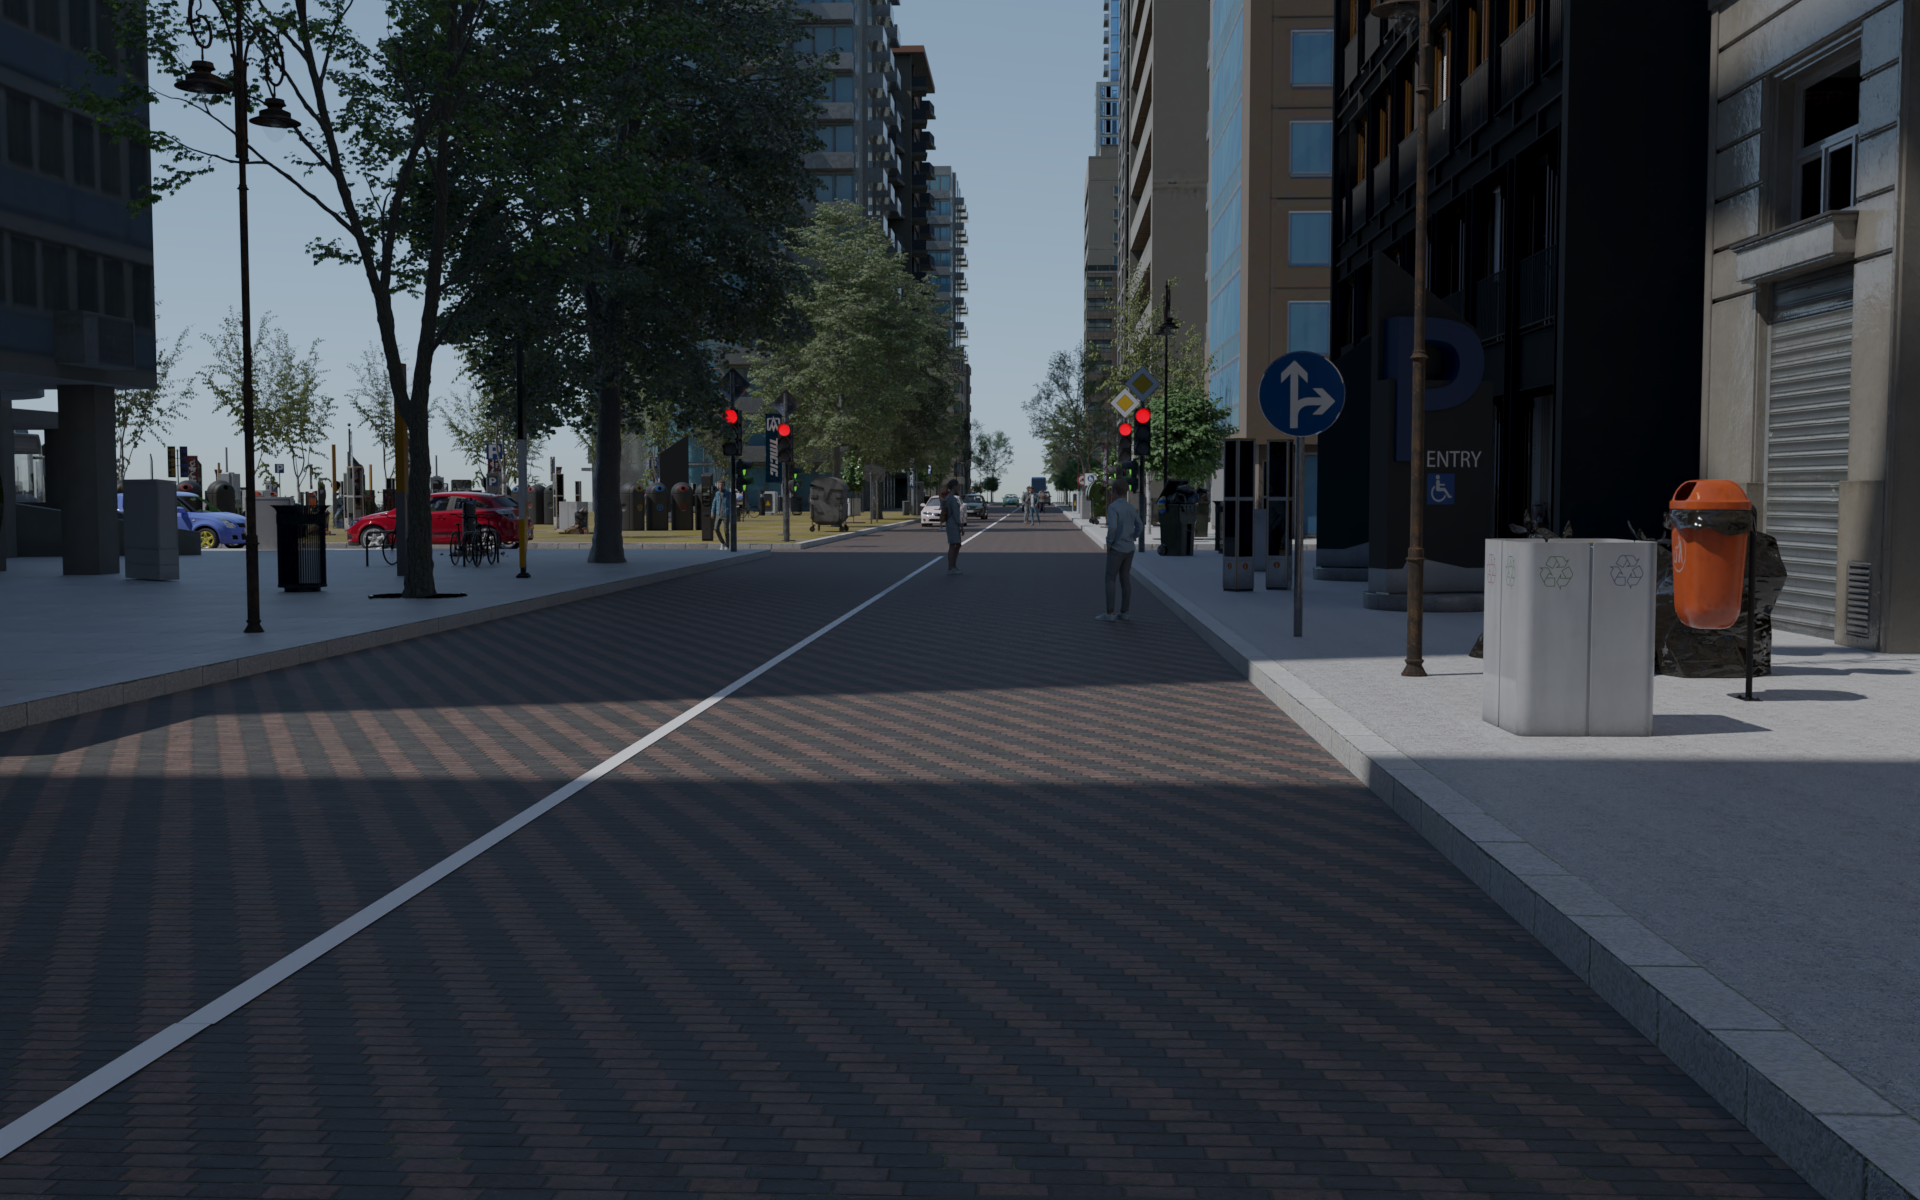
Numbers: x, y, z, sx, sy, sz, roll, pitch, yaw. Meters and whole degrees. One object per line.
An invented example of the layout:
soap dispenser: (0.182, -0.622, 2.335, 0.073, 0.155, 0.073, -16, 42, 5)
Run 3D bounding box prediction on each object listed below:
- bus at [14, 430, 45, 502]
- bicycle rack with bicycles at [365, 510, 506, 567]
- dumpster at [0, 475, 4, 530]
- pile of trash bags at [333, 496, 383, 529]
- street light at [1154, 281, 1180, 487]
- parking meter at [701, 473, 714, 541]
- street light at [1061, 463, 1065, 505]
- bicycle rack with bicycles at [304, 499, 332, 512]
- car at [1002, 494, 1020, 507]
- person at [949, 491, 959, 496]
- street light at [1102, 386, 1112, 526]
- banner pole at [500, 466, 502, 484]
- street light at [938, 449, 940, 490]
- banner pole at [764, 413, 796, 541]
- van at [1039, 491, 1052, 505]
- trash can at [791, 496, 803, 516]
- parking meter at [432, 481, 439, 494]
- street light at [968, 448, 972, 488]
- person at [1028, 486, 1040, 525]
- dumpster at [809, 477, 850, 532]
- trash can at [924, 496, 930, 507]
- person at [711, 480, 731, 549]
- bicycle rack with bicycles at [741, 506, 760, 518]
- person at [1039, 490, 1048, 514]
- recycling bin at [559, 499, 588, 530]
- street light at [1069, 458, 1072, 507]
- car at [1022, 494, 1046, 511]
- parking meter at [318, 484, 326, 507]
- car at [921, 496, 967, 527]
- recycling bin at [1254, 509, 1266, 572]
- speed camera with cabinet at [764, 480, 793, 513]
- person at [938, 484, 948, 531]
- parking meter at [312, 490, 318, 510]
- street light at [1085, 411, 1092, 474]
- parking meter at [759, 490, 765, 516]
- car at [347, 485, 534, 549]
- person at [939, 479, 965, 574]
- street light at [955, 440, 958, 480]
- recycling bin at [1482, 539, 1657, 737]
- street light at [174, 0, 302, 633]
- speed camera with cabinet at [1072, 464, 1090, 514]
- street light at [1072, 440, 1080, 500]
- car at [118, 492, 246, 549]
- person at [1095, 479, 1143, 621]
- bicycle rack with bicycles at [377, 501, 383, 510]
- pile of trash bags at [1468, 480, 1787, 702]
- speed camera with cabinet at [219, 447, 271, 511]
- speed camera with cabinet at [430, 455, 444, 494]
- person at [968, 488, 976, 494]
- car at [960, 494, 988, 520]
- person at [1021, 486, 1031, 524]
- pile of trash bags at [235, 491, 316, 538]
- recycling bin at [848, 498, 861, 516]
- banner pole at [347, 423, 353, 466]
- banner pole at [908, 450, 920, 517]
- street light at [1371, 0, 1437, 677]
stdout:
bus: (-29.195, -2.975, 43.495, 13.247, 3.499, 2.948, 0, 4, 2)
bicycle rack with bicycles: (-9.427, -1.118, 31.659, 2.852, 0.926, 2.925, 0, 4, 5)
dumpster: (-6.847, -0.463, 10.066, 1.502, 2.255, 1.985, 0, 4, 3)
pile of trash bags: (-21.681, -3.389, 65.155, 1.912, 1.369, 3.447, 3, 5, 41)
street light: (4.477, -3.967, 37.656, 0.468, 5.910, 1.993, 0, 4, 3)
parking meter: (-6.879, -2.536, 47.169, 0.255, 1.863, 0.399, 0, 4, 5)
street light: (11.952, -13.713, 197.000, 0.468, 5.910, 1.993, 0, 4, 3)
bicycle rack with bicycles: (-42.919, -6.337, 116.999, 2.852, 0.926, 2.925, -2, 4, -24)
car: (5.762, -11.242, 195.600, 2.131, 1.459, 4.920, 0, 4, 2)
person: (-0.347, -4.826, 86.766, 0.474, 1.900, 0.648, 2, 4, 26)
street light: (5.943, -5.930, 69.743, 0.468, 5.910, 1.993, 0, 4, 3)
banner pole: (-31.535, -7.872, 118.724, 0.863, 3.779, 0.401, -2, 4, -24)
street light: (-1.482, -9.197, 123.165, 0.468, 5.910, 1.993, 0, 4, 3)
banner pole: (-4.917, -3.500, 47.244, 0.863, 3.779, 0.401, 0, 4, 7)
van: (10.869, -13.249, 223.629, 2.013, 2.044, 4.112, 0, 4, 1)
trash can: (-9.769, -5.635, 103.782, 0.748, 1.137, 0.748, 0, 3, 0)
parking meter: (-23.633, -4.423, 78.034, 0.255, 1.863, 0.399, -2, 4, -27)
street light: (1.045, -12.355, 174.791, 0.468, 5.910, 1.993, 0, 4, 3)
person: (3.373, -4.311, 79.336, 0.623, 1.781, 0.721, 2, 4, 24)
dumpster: (-4.467, -3.262, 59.089, 1.264, 1.857, 1.865, 0, 4, 3)
trash can: (-2.285, -6.194, 112.921, 0.748, 1.137, 0.748, 0, 3, 0)
person: (-5.899, -2.107, 43.289, 0.601, 1.785, 0.444, 1, 4, 19)
bicycle rack with bicycles: (-12.270, -4.906, 93.600, 2.925, 0.926, 2.852, 0, 3, 0)
person: (6.115, -7.248, 127.539, 0.617, 1.759, 0.750, 1, 4, 21)
recycling bin: (-12.969, -2.790, 58.179, 0.722, 1.027, 0.722, 1, 4, 18)
street light: (9.508, -10.550, 145.272, 0.468, 5.910, 1.993, 0, 4, 3)
car: (6.141, -8.350, 145.566, 2.155, 1.783, 4.494, 0, 4, 4)
parking meter: (-32.320, -5.018, 87.761, 0.399, 1.863, 0.255, -1, 4, -21)
car: (-0.676, -3.967, 77.214, 2.083, 1.381, 4.827, 0, 4, 3)
recycling bin: (4.930, -1.008, 29.027, 0.722, 1.027, 0.722, 2, 4, 29)
speed camera with cabinet: (-12.093, -7.355, 114.585, 2.038, 3.252, 0.660, 1, 4, 10)
person: (-0.641, -3.646, 68.093, 0.573, 1.828, 0.580, -3, 4, -38)
parking meter: (-44.857, -6.851, 120.430, 0.372, 1.533, 0.369, 0, 3, 0)
street light: (7.074, -7.483, 95.133, 0.468, 5.910, 1.993, 0, 4, 3)
parking meter: (-11.746, -5.769, 102.731, 0.372, 1.533, 0.369, 0, 3, 0)
car: (-12.754, -2.042, 42.431, 4.494, 1.783, 2.155, 0, 4, 4)
person: (-0.123, -1.312, 30.948, 0.522, 1.701, 0.512, -1, 4, -19)
street light: (-0.313, -10.791, 149.215, 0.468, 5.910, 1.993, 0, 4, 3)
recycling bin: (3.318, 0.188, 9.474, 0.722, 1.027, 0.722, 0, 4, 1)
street light: (-6.549, -2.636, 15.887, 0.468, 5.910, 1.993, 0, 4, 3)
speed camera with cabinet: (8.056, -7.323, 114.075, 0.660, 3.252, 2.038, -1, 4, -20)
street light: (8.262, -9.048, 120.714, 0.468, 5.910, 1.993, 0, 4, 3)
car: (-19.900, -2.111, 44.109, 3.694, 1.707, 1.945, 0, 4, 3)
person: (1.819, -0.574, 19.697, 0.589, 1.601, 0.330, -2, 4, -35)
bicycle rack with bicycles: (-30.759, -4.777, 91.482, 2.852, 0.926, 2.925, -2, 4, -29)
pile of trash bags: (4.822, -0.149, 12.182, 1.912, 1.369, 3.447, 0, 4, 6)
speed camera with cabinet: (-30.225, -4.823, 73.196, 2.038, 3.252, 0.660, 1, 4, 9)
speed camera with cabinet: (-27.214, -5.713, 87.748, 2.038, 3.252, 0.660, -1, 4, -20)
person: (0.751, -6.270, 111.201, 0.592, 1.802, 0.473, 3, 5, 42)
car: (0.639, -5.385, 97.827, 2.009, 1.686, 4.222, 0, 4, 4)
person: (3.232, -4.568, 83.282, 0.391, 1.810, 0.635, 3, 4, 37)
pile of trash bags: (-19.919, -2.449, 49.799, 1.912, 1.369, 3.447, -1, 4, -11)
recycling bin: (-6.318, -5.484, 102.213, 0.722, 1.027, 0.722, -2, 4, -24)
banner pole: (-21.386, -4.332, 60.848, 0.401, 3.779, 0.863, -2, 4, -28)
banner pole: (-2.642, -6.674, 99.141, 0.863, 3.779, 0.401, 2, 4, 33)
street light: (3.206, -2.401, 12.050, 0.468, 5.910, 1.993, 0, 4, 3)
